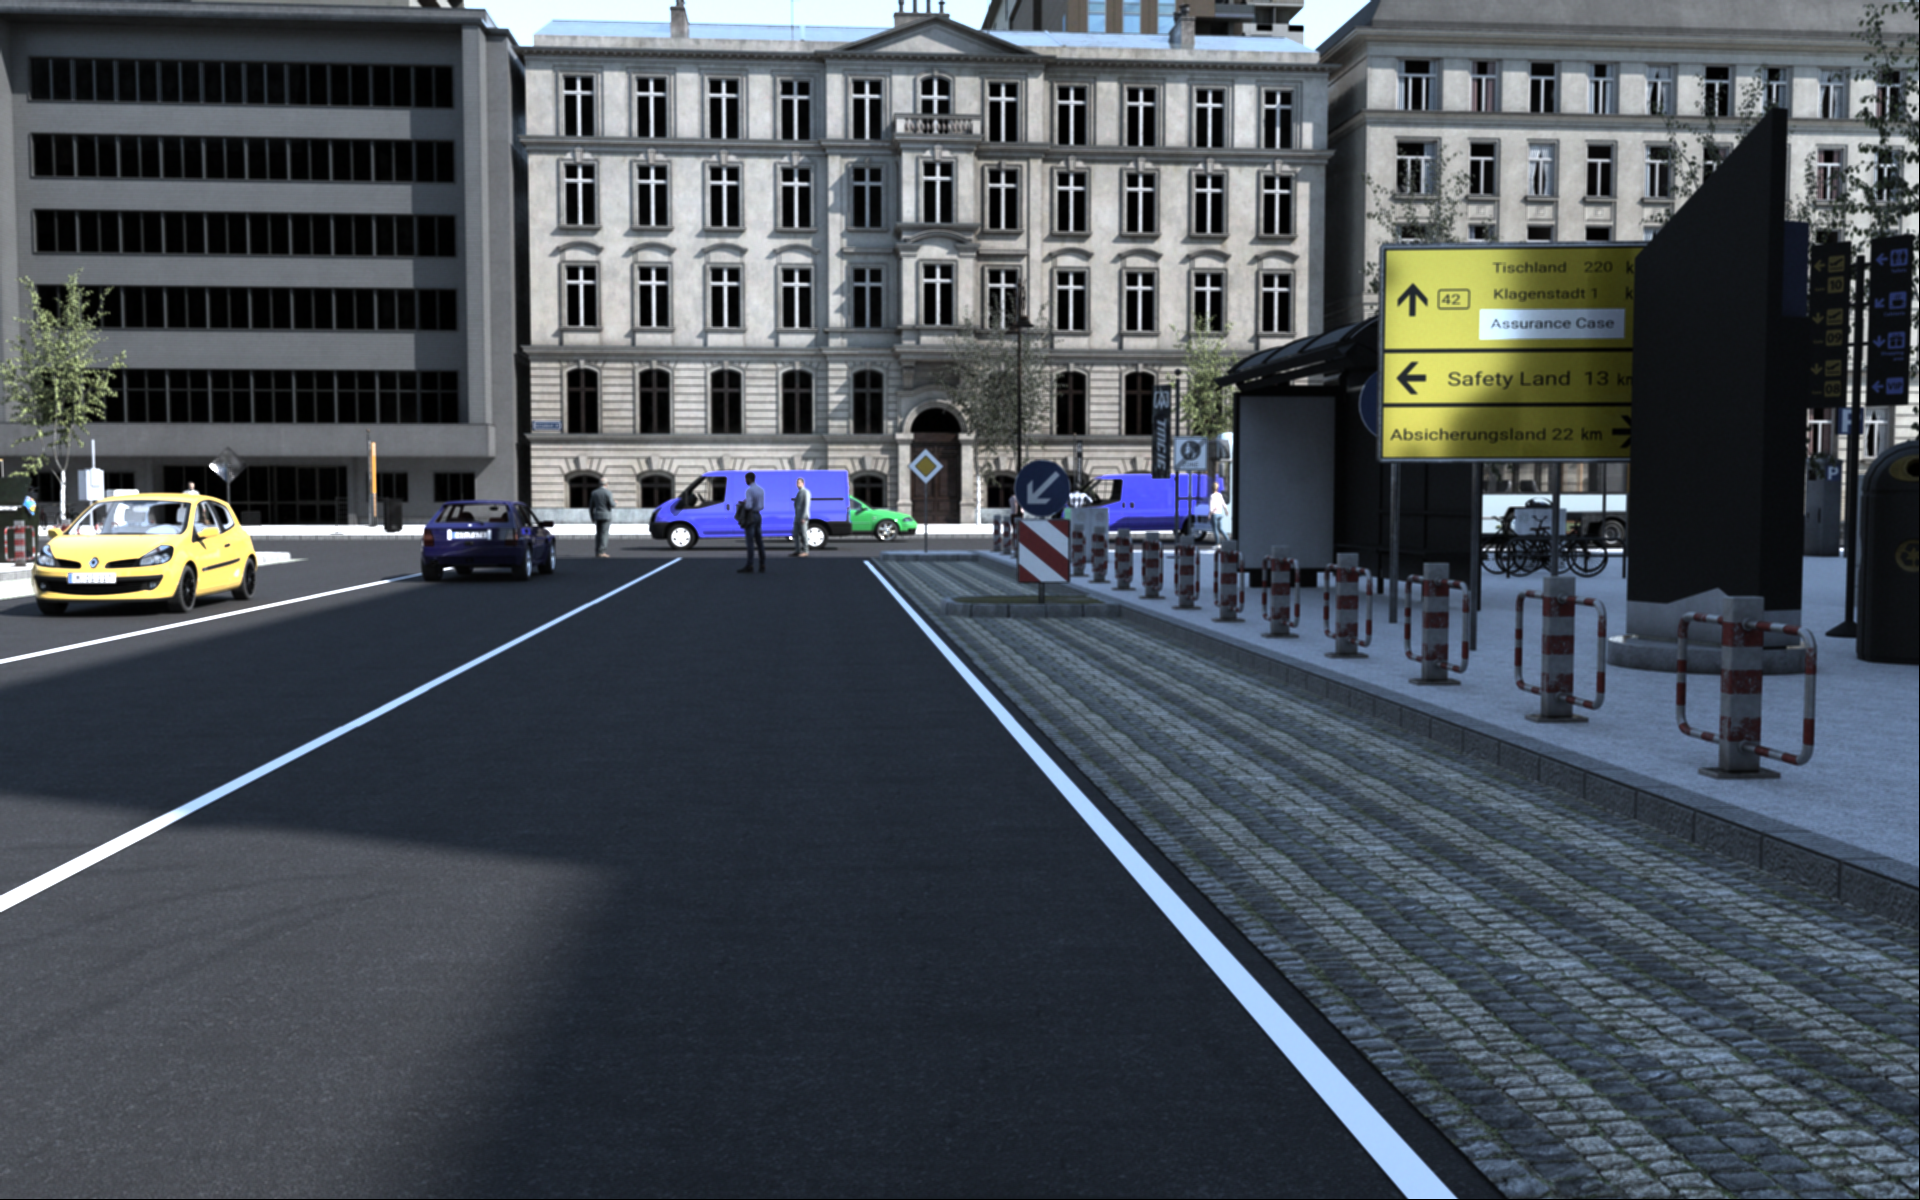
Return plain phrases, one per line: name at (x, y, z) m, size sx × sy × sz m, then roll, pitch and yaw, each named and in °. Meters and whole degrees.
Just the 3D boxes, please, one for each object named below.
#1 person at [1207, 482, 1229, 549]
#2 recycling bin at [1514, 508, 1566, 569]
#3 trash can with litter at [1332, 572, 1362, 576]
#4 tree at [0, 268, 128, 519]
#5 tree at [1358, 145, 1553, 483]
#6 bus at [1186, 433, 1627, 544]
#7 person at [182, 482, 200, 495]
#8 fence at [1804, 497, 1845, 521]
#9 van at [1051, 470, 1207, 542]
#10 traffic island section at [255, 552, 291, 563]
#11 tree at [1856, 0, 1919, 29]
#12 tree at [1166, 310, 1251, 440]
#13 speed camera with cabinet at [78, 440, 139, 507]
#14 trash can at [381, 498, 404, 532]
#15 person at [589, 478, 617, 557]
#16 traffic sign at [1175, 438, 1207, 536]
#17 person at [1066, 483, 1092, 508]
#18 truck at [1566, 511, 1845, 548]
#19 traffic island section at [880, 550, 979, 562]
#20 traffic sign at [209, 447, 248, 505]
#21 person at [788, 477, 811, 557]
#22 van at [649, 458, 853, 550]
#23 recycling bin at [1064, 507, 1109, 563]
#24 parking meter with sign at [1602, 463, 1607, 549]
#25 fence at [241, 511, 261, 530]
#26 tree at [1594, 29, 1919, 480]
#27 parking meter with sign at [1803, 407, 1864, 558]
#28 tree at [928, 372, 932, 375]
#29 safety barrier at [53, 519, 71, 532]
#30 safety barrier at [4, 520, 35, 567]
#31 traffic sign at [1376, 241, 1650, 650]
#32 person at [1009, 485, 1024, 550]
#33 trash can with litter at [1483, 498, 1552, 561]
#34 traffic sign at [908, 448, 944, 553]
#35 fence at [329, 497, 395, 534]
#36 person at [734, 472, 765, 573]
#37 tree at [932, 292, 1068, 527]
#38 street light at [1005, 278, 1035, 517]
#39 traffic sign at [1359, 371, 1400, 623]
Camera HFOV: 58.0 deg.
person at (6.880, -2.222, 45.502) m, size 0.598 × 1.740 × 0.731 m, roll 2°, pitch 4°, yaw 32°
recycling bin at (10.081, -1.073, 30.101) m, size 0.722 × 1.027 × 0.722 m, roll 2°, pitch 4°, yaw 33°
trash can with litter at (6.099, -0.971, 27.270) m, size 0.624 × 1.170 × 1.055 m, roll 2°, pitch 4°, yaw 24°
tree at (-29.465, -6.503, 56.680) m, size 4.737 × 8.622 × 4.395 m, roll 0°, pitch 3°, yaw 0°
tree at (10.213, -5.276, 36.633) m, size 4.360 × 8.622 × 3.978 m, roll 0°, pitch 3°, yaw 0°
bus at (12.664, -3.373, 50.003) m, size 13.247 × 3.499 × 2.948 m, roll 0°, pitch 4°, yaw -5°
person at (-23.732, -2.750, 53.583) m, size 0.709 × 1.813 × 0.853 m, roll -3°, pitch 5°, yaw -44°
fence at (32.193, -3.303, 65.215) m, size 2.264 × 1.192 × 0.480 m, roll 3°, pitch 5°, yaw 40°
van at (5.397, -2.963, 52.825) m, size 5.245 × 2.365 × 2.240 m, roll 0°, pitch 4°, yaw -4°
traffic island section at (-15.460, -0.878, 36.635) m, size 2.009 × 0.180 × 2.903 m, roll 0°, pitch 4°, yaw -5°
tree at (13.229, -4.408, 22.440) m, size 4.360 × 8.622 × 3.978 m, roll 0°, pitch 3°, yaw 0°
tree at (10.088, -7.258, 69.035) m, size 4.737 × 8.622 × 4.395 m, roll 0°, pitch 3°, yaw 0°
speed camera with cabinet at (-31.363, -4.248, 63.792) m, size 0.660 × 3.252 × 2.038 m, roll 2°, pitch 4°, yaw 31°
trash can at (-19.207, -2.876, 58.673) m, size 0.748 × 1.137 × 0.748 m, roll 0°, pitch 3°, yaw 0°
person at (-8.072, -1.875, 39.332) m, size 0.661 × 1.801 × 0.590 m, roll 1°, pitch 4°, yaw 19°
traffic sign at (4.115, -1.766, 31.001) m, size 0.606 × 2.300 × 0.079 m, roll 0°, pitch 4°, yaw 0°
person at (3.115, -2.264, 46.234) m, size 0.841 × 1.734 × 0.376 m, roll 1°, pitch 4°, yaw 8°
truck at (25.371, -3.481, 46.672) m, size 18.799 × 4.110 × 2.967 m, roll 0°, pitch 4°, yaw -4°
traffic island section at (-0.726, -0.957, 37.933) m, size 2.009 × 0.180 × 2.903 m, roll 0°, pitch 4°, yaw -5°
traffic sign at (-15.437, -2.014, 36.575) m, size 0.795 × 2.450 × 0.064 m, roll 0°, pitch 4°, yaw -5°
person at (-3.633, -1.903, 39.718) m, size 0.391 × 1.810 × 0.635 m, roll -3°, pitch 4°, yaw -36°
van at (-5.422, -2.482, 44.971) m, size 5.245 × 2.365 × 2.240 m, roll 0°, pitch 4°, yaw -5°
recycling bin at (2.384, -1.232, 32.692) m, size 0.722 × 1.027 × 0.722 m, roll 0°, pitch 4°, yaw -8°
parking meter with sign at (15.663, -2.657, 39.708) m, size 1.738 × 3.016 × 0.543 m, roll 1°, pitch 4°, yaw 20°
fence at (-24.662, -2.745, 60.255) m, size 0.278 × 0.683 × 2.069 m, roll 0°, pitch 4°, yaw -4°
tree at (13.679, -4.866, 29.930) m, size 4.360 × 8.622 × 3.978 m, roll 0°, pitch 3°, yaw 0°
parking meter with sign at (17.800, -2.410, 35.664) m, size 0.543 × 3.016 × 1.738 m, roll 0°, pitch 4°, yaw -4°
tree at (0.962, -7.204, 68.143) m, size 4.360 × 8.622 × 3.978 m, roll 0°, pitch 3°, yaw 0°
safety barrier at (-16.688, -1.106, 32.351) m, size 0.300 × 0.817 × 1.120 m, roll 0°, pitch 4°, yaw -5°
safety barrier at (-16.519, -0.988, 30.431) m, size 0.300 × 0.817 × 1.120 m, roll 0°, pitch 4°, yaw -5°
traffic sign at (4.538, -1.237, 14.105) m, size 2.265 × 3.308 × 0.079 m, roll 0°, pitch 4°, yaw 4°
person at (1.505, -2.032, 43.190) m, size 0.566 × 1.644 × 0.517 m, roll 0°, pitch 4°, yaw 3°
trash can with litter at (10.819, -1.382, 33.650) m, size 2.233 × 1.210 × 1.678 m, roll 0°, pitch 4°, yaw -4°
traffic sign at (-0.748, -2.092, 37.853) m, size 0.795 × 2.450 × 0.064 m, roll 0°, pitch 4°, yaw -5°
fence at (-19.495, -2.771, 56.506) m, size 0.480 × 1.192 × 2.264 m, roll 2°, pitch 4°, yaw 30°
person at (-3.883, -1.424, 31.659) m, size 0.599 × 1.838 × 0.709 m, roll 2°, pitch 4°, yaw 27°
tree at (2.027, -6.852, 62.398) m, size 4.360 × 8.622 × 3.978 m, roll 0°, pitch 3°, yaw 0°
street light at (1.278, -3.946, 37.301) m, size 0.468 × 5.910 × 1.993 m, roll 0°, pitch 4°, yaw -5°
traffic sign at (4.316, -1.044, 17.178) m, size 0.768 × 2.556 × 0.104 m, roll 0°, pitch 4°, yaw -1°
